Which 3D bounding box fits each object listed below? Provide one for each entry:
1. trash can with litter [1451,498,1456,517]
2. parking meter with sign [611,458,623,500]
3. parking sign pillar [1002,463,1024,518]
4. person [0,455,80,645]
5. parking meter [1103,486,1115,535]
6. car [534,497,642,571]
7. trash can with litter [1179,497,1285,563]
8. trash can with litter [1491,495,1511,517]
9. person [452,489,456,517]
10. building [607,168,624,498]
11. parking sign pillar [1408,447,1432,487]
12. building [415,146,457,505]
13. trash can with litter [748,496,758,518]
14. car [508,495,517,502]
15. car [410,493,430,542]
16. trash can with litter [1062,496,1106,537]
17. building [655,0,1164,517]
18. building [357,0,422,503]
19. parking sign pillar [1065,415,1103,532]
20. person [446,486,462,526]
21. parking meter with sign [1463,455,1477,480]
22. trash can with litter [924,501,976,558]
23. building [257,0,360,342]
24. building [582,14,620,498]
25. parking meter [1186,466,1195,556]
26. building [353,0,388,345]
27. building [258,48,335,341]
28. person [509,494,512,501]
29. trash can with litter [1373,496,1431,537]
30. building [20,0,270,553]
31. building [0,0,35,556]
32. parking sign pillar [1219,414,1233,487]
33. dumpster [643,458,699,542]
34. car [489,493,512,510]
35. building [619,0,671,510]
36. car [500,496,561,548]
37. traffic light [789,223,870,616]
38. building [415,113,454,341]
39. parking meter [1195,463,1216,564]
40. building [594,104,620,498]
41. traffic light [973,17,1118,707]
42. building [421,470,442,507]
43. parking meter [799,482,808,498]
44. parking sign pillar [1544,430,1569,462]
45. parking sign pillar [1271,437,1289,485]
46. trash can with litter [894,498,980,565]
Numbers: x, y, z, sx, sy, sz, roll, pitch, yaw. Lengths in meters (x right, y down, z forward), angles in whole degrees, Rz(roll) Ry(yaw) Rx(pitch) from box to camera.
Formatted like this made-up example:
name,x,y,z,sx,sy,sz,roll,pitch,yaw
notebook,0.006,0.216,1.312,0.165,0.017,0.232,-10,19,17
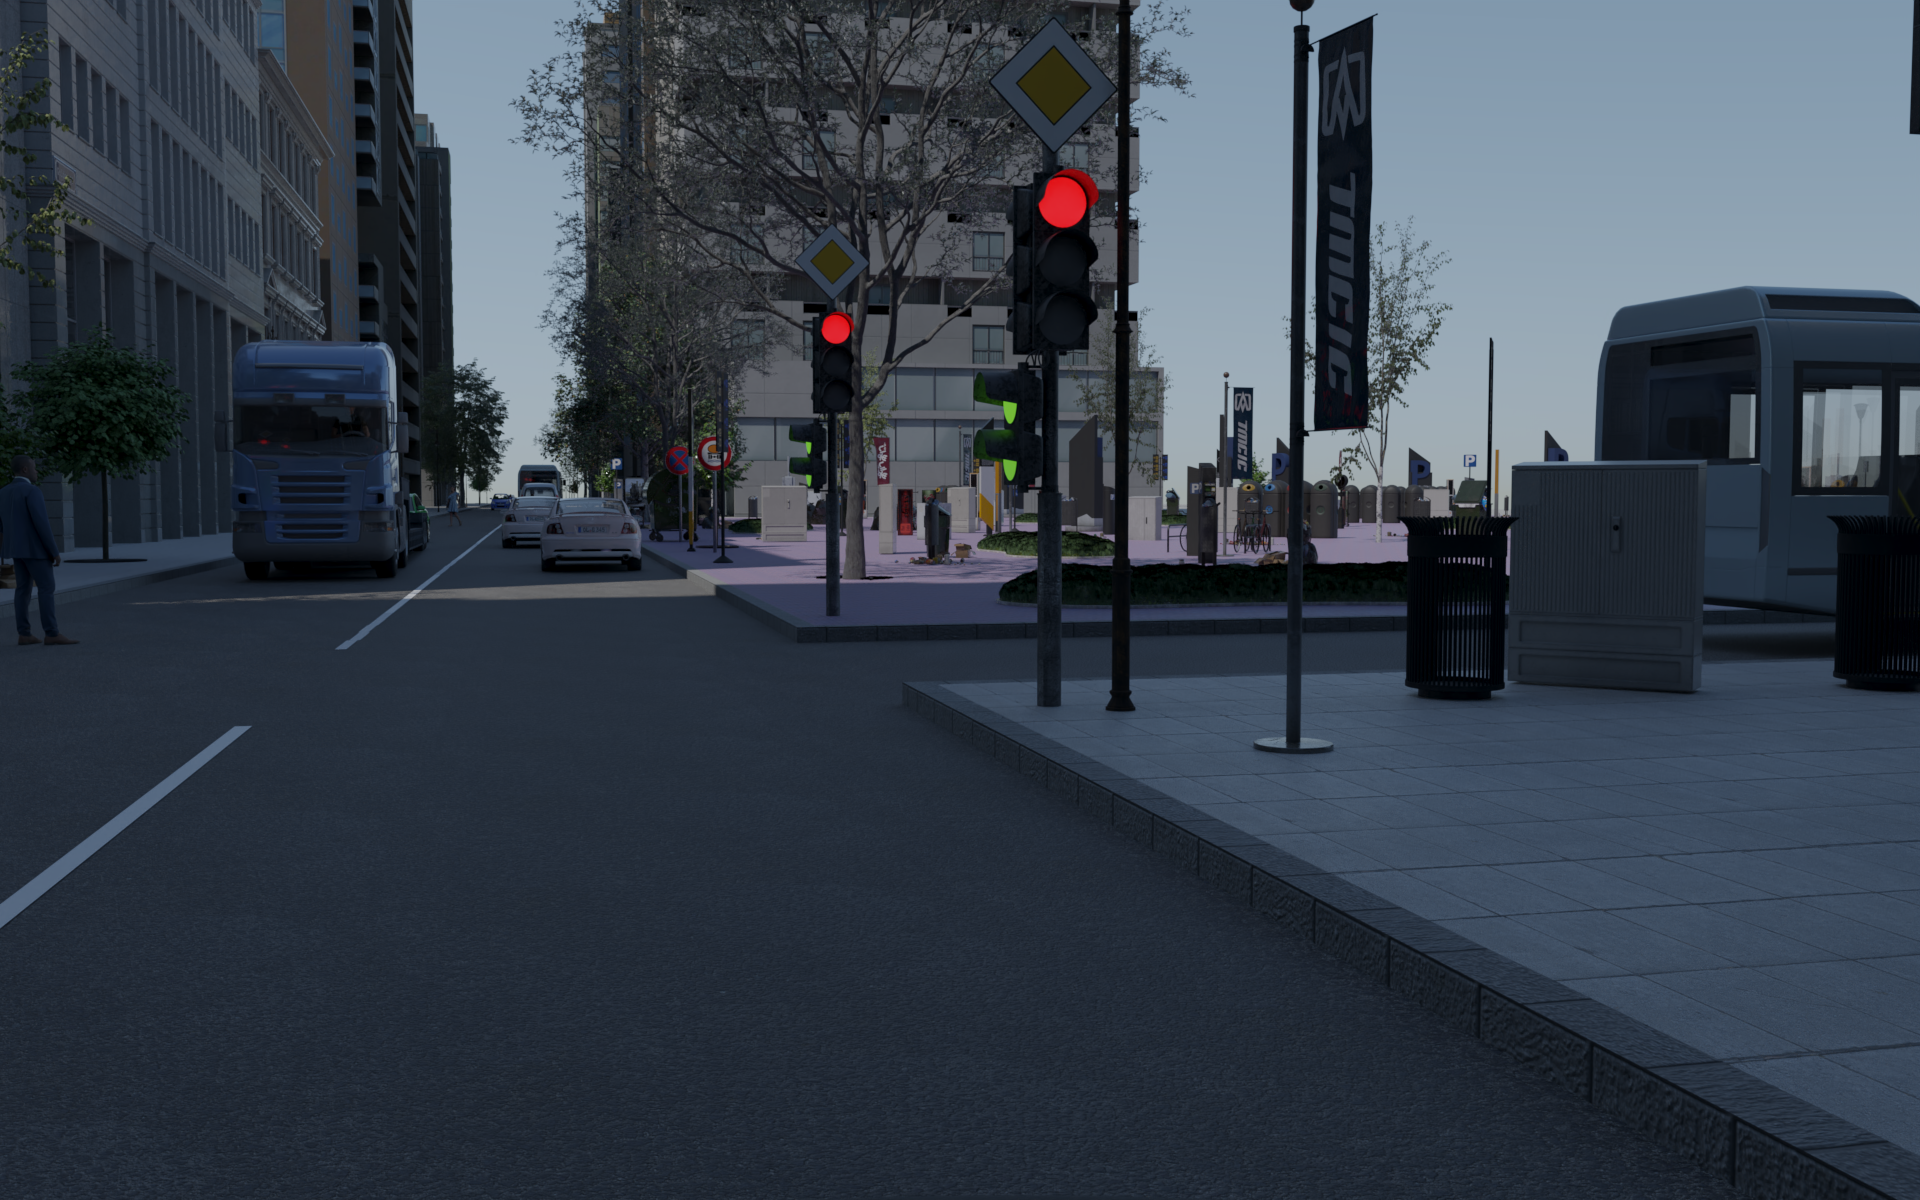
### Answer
name,x,y,z,sx,sy,sz,roll,pitch,yaw
trash can with litter,20.009,-3.507,68.734,0.624,1.170,1.055,-3,5,-42
parking meter with sign,-16.721,-5.437,85.148,0.543,3.016,1.738,0,4,-1
parking sign pillar,2.869,-6.464,94.161,1.447,3.967,1.447,-3,5,-42
person,-8.826,-0.475,16.453,0.721,1.800,0.419,1,4,16
parking meter,4.685,-2.820,54.523,0.372,1.533,0.369,0,3,0
car,-7.189,-1.300,33.614,2.083,1.381,4.827,-1,4,-13
trash can with litter,4.023,-1.014,27.638,1.678,1.210,2.233,-1,4,-13
trash can with litter,30.711,-5.286,97.475,1.678,1.210,2.233,0,4,8
person,-31.978,-6.185,109.256,0.705,1.869,1.348,-1,4,-23
building,-24.822,-23.591,157.418,14.160,30.474,14.107,-1,4,-14
parking sign pillar,26.564,-6.820,99.973,1.447,3.967,1.447,0,4,-8
building,-65.240,-31.405,197.060,14.154,41.232,14.086,-1,4,-14
trash can with litter,-7.995,-3.583,69.646,1.678,1.210,2.233,2,4,32
car,-60.347,-13.416,231.711,2.083,1.381,4.827,-1,4,-12
car,-16.327,-2.508,49.802,1.959,1.807,4.718,-1,4,-12
trash can with litter,3.569,-2.465,51.363,2.233,1.210,1.678,1,4,22
building,-4.863,-31.833,109.705,28.713,52.752,27.495,-1,4,-14
building,-55.957,-31.613,140.578,21.300,48.544,21.600,-1,4,-14
parking sign pillar,4.319,-4.339,59.412,1.447,3.967,1.447,-3,4,-38
person,-22.542,-4.186,77.039,0.616,1.811,0.778,2,4,24
parking meter with sign,22.760,-4.955,77.268,0.543,3.016,1.738,1,4,18
trash can with litter,-0.204,-1.440,34.929,1.055,1.170,0.624,1,4,10
building,-40.422,-27.077,92.821,14.600,45.320,14.200,-1,4,-14
building,-37.106,-41.542,221.216,21.231,58.520,28.212,-1,4,-14
parking meter,4.907,-1.842,35.834,0.399,1.863,0.255,1,4,20
building,-48.788,-48.935,112.753,22.319,86.520,31.000,-1,4,-14
building,-34.209,-14.600,74.864,11.583,22.565,21.152,-1,4,-14
person,-40.938,-8.915,157.492,0.421,1.427,0.697,-2,4,-34
trash can with litter,13.592,-2.516,52.189,2.233,1.210,1.678,3,4,38
building,-28.236,-16.662,49.924,11.434,29.767,29.804,-1,4,-14
building,-23.474,-12.701,25.687,12.078,24.808,19.932,-1,4,-14
parking sign pillar,9.099,-4.324,59.163,1.447,3.967,1.447,1,4,12
dumpster,-7.815,-2.728,47.104,1.502,2.255,1.985,-1,4,-13
car,-40.550,-8.772,153.007,1.945,1.707,3.694,-1,4,-14
building,-20.456,-30.097,142.192,14.600,45.320,14.200,-1,4,-14
car,-11.535,-2.145,47.428,2.083,1.381,4.827,-1,4,-12
traffic light,-1.357,-1.787,18.146,0.839,4.253,0.868,-1,4,-14
building,-75.554,-36.564,217.425,23.786,49.044,30.456,-1,4,-14
parking meter,4.572,-1.611,32.043,0.255,1.863,0.399,0,4,-6
building,-31.563,-30.713,185.753,14.154,41.232,14.086,-1,4,-14
traffic light,0.521,-1.313,10.384,0.839,4.253,0.868,-1,4,-14
building,-64.908,-45.270,178.413,20.563,71.187,20.611,-1,4,-14
parking meter,-7.836,-4.950,86.649,0.399,1.863,0.255,1,4,12
parking sign pillar,25.322,-5.202,73.519,1.447,3.967,1.447,-3,4,-38
parking sign pillar,15.267,-5.710,81.823,1.447,3.967,1.447,-2,4,-26
trash can with litter,-0.375,-1.296,32.248,1.678,1.210,2.233,0,4,6
